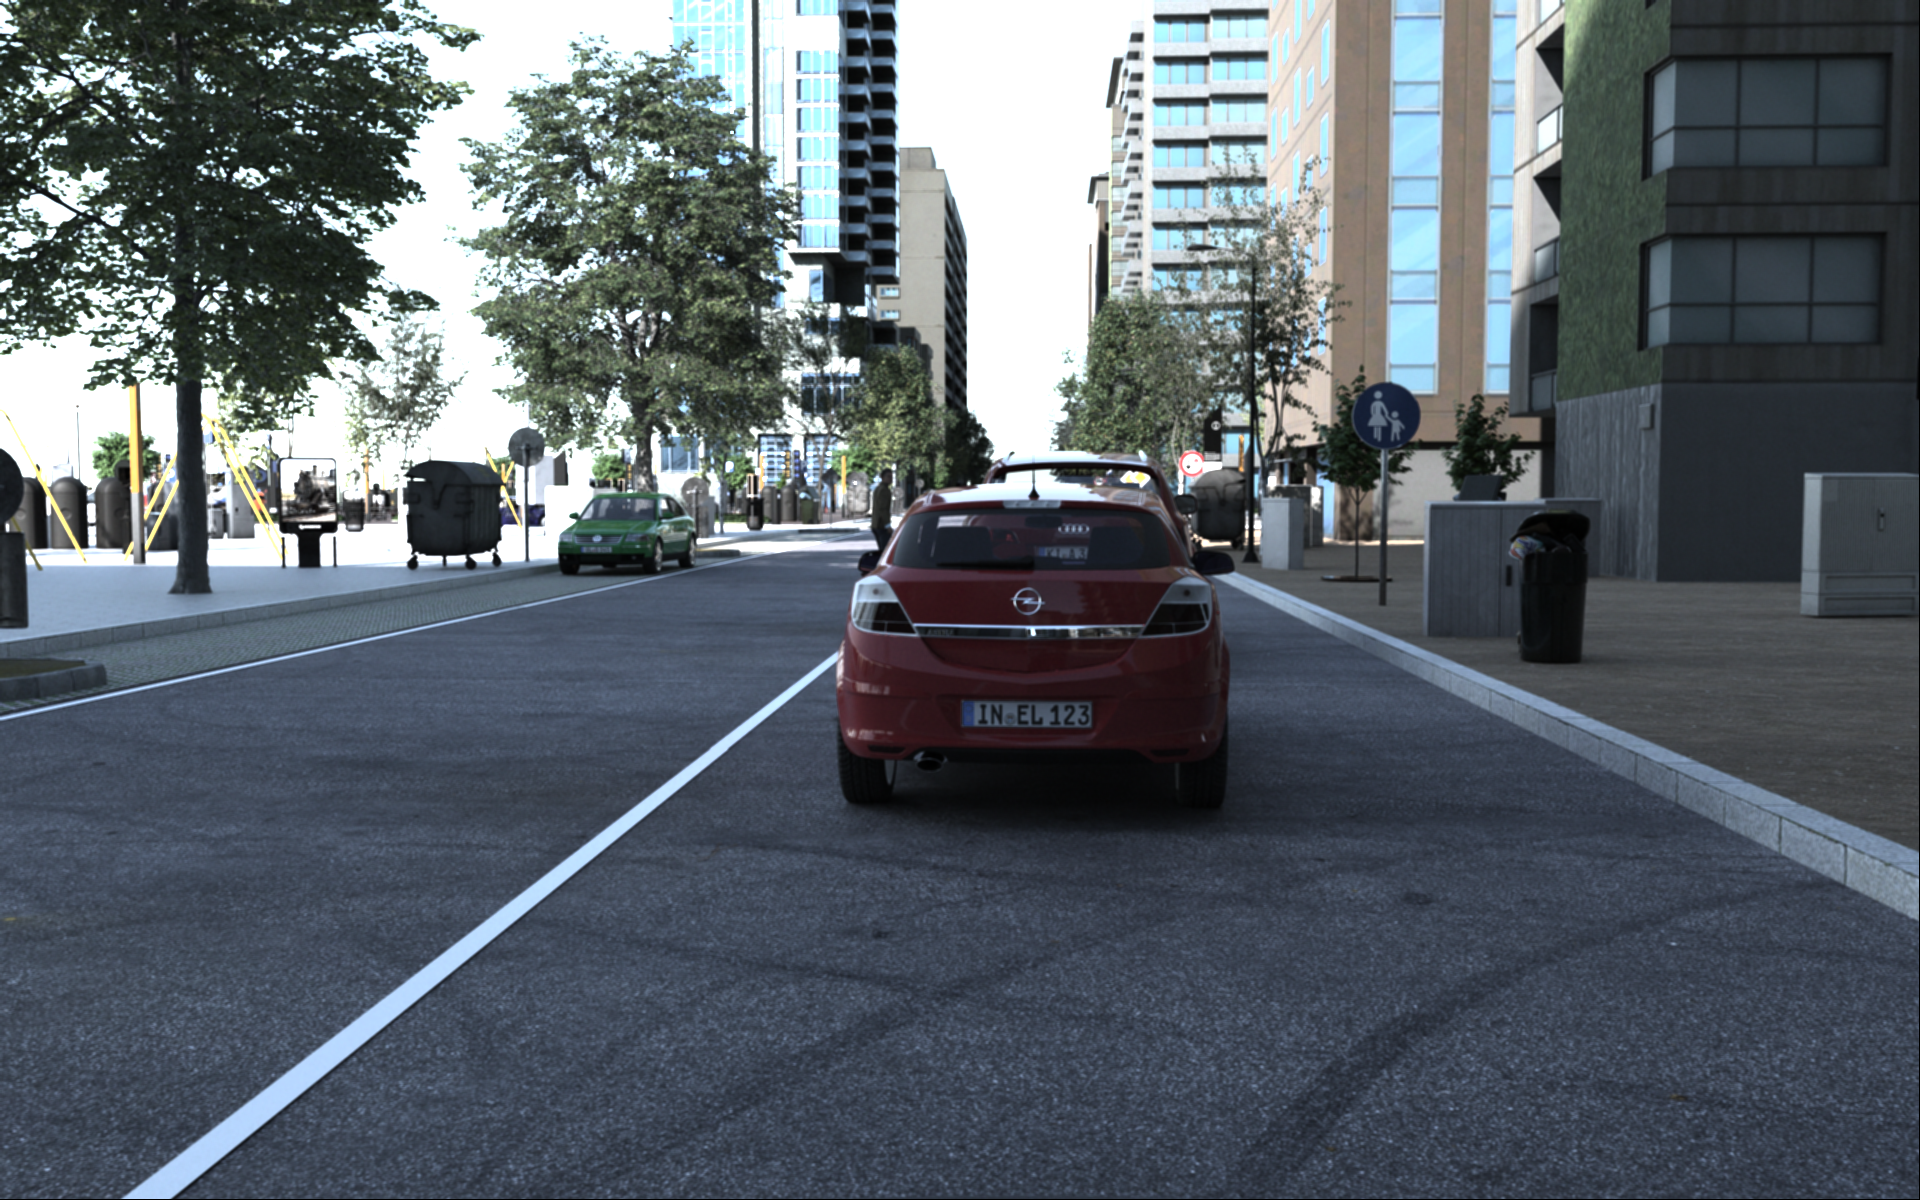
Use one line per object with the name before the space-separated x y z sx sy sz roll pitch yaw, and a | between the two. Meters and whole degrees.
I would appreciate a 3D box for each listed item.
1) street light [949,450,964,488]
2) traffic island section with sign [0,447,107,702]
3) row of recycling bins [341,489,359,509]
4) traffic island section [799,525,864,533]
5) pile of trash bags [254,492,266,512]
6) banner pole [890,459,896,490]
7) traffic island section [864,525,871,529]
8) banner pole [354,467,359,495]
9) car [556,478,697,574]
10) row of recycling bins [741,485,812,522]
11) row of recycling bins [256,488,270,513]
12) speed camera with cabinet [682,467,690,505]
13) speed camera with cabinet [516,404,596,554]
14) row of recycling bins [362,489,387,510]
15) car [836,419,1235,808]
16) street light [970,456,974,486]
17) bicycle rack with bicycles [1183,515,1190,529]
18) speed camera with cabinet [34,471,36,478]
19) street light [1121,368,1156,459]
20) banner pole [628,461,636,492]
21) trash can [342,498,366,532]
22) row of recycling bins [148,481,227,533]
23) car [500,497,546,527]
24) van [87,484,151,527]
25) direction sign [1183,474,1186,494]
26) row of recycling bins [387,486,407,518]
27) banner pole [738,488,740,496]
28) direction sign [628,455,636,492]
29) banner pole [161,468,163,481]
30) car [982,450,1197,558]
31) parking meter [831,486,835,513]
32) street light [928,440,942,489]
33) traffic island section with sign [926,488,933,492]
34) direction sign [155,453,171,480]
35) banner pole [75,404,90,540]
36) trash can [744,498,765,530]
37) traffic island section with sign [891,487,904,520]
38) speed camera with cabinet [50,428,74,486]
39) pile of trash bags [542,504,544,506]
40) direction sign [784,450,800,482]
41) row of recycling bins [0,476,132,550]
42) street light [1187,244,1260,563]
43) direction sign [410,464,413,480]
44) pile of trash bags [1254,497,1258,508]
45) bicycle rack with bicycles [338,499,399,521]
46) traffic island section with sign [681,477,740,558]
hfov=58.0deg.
street light | -0.601 -12.730 180.677 1.470 5.913 1.316 0 4 3
traffic island section with sign | -7.392 -0.236 12.486 1.989 1.847 2.006 0 4 3
row of recycling bins | -51.380 -8.682 149.062 3.534 1.692 1.069 -2 4 -27
traffic island section | -4.842 -2.595 64.701 2.009 0.180 2.903 0 4 3
pile of trash bags | -54.991 -7.627 134.459 1.912 1.369 3.447 -3 5 -40
banner pole | -4.719 -8.042 121.508 0.401 3.779 0.863 -3 4 -39
traffic island section | -4.453 -3.082 72.677 2.009 0.180 2.903 0 4 3
banner pole | -49.594 -9.311 142.255 0.863 3.779 0.401 3 5 41
car | -6.128 -1.429 32.166 1.959 1.807 4.718 0 4 4
row of recycling bins | -8.485 -4.531 81.194 3.534 1.692 1.069 0 4 -6
row of recycling bins | -43.917 -6.276 109.731 3.534 1.692 1.069 2 4 33
speed camera with cabinet | -19.597 -8.104 126.831 0.660 3.252 2.038 2 4 25
speed camera with cabinet | -8.822 -2.651 37.675 2.038 3.252 0.660 3 5 40
row of recycling bins | -43.865 -7.639 132.017 1.069 1.692 3.534 2 4 26
car | 0.449 -0.025 9.451 2.155 1.783 4.494 0 4 4
street light | 0.989 -14.669 212.383 1.470 5.913 1.316 0 4 3
bicycle rack with bicycles | 8.097 -2.902 60.831 2.925 0.926 2.852 0 4 2
speed camera with cabinet | -63.892 -7.629 119.066 0.660 3.252 2.038 -3 4 -39
street light | 6.655 -5.594 64.010 1.470 5.913 1.316 0 4 3
banner pole | -24.606 -8.544 129.710 0.863 3.779 0.401 -1 4 -13
trash can | -20.338 -2.844 58.152 0.748 1.137 0.748 0 3 0
row of recycling bins | -24.948 -3.008 56.298 1.069 1.692 3.534 1 4 17
car | -17.515 -3.478 69.448 3.894 1.354 1.945 0 4 2
van | -34.556 -3.871 70.309 4.112 2.044 2.013 0 4 2
direction sign | 18.106 -9.066 140.229 0.379 3.537 0.876 2 4 26
row of recycling bins | -30.028 -5.261 93.130 1.069 1.692 3.534 -1 4 -21
banner pole | -17.625 -9.148 139.580 0.863 3.779 0.401 1 4 19
direction sign | -18.808 -6.591 99.756 0.876 3.537 0.379 0 4 -3
banner pole | -67.345 -9.527 145.785 0.863 3.779 0.401 1 4 10
car | 1.081 -0.450 16.023 2.281 1.827 5.304 0 4 4
parking meter | -8.772 -6.960 119.500 0.255 1.863 0.399 -1 4 -16
street light | -2.155 -10.791 148.969 1.470 5.913 1.316 0 4 3
traffic island section with sign | -2.045 -6.935 122.022 1.989 1.847 2.006 0 4 3
direction sign | -44.394 -6.397 96.595 0.876 3.537 0.379 0 4 -1
banner pole | -24.601 -3.571 48.407 0.401 3.779 0.863 -2 4 -24
trash can | -7.254 -3.035 61.268 0.748 1.137 0.748 0 3 0
traffic island section with sign | -3.365 -5.289 95.099 1.989 1.847 2.006 0 4 3
speed camera with cabinet | -27.084 -3.541 52.236 0.660 3.252 2.038 -2 4 -27
pile of trash bags | -20.390 -4.949 90.661 3.447 1.369 1.912 0 4 -3
direction sign | -8.551 -5.882 88.164 0.876 3.537 0.379 2 4 25
row of recycling bins | -21.215 -2.036 40.398 3.534 1.692 1.069 -1 4 -15
street light | 4.909 -3.656 32.311 1.470 5.913 1.316 0 4 3
direction sign | -36.439 -7.528 115.087 0.379 3.537 0.876 0 4 -7
pile of trash bags | 21.599 -7.292 128.982 1.912 1.369 3.447 -1 4 -18
bicycle rack with bicycles | -28.722 -4.338 84.309 2.925 0.926 2.852 0 4 -1
traffic island section with sign | -6.069 -1.883 39.409 1.989 1.847 2.006 0 4 3
